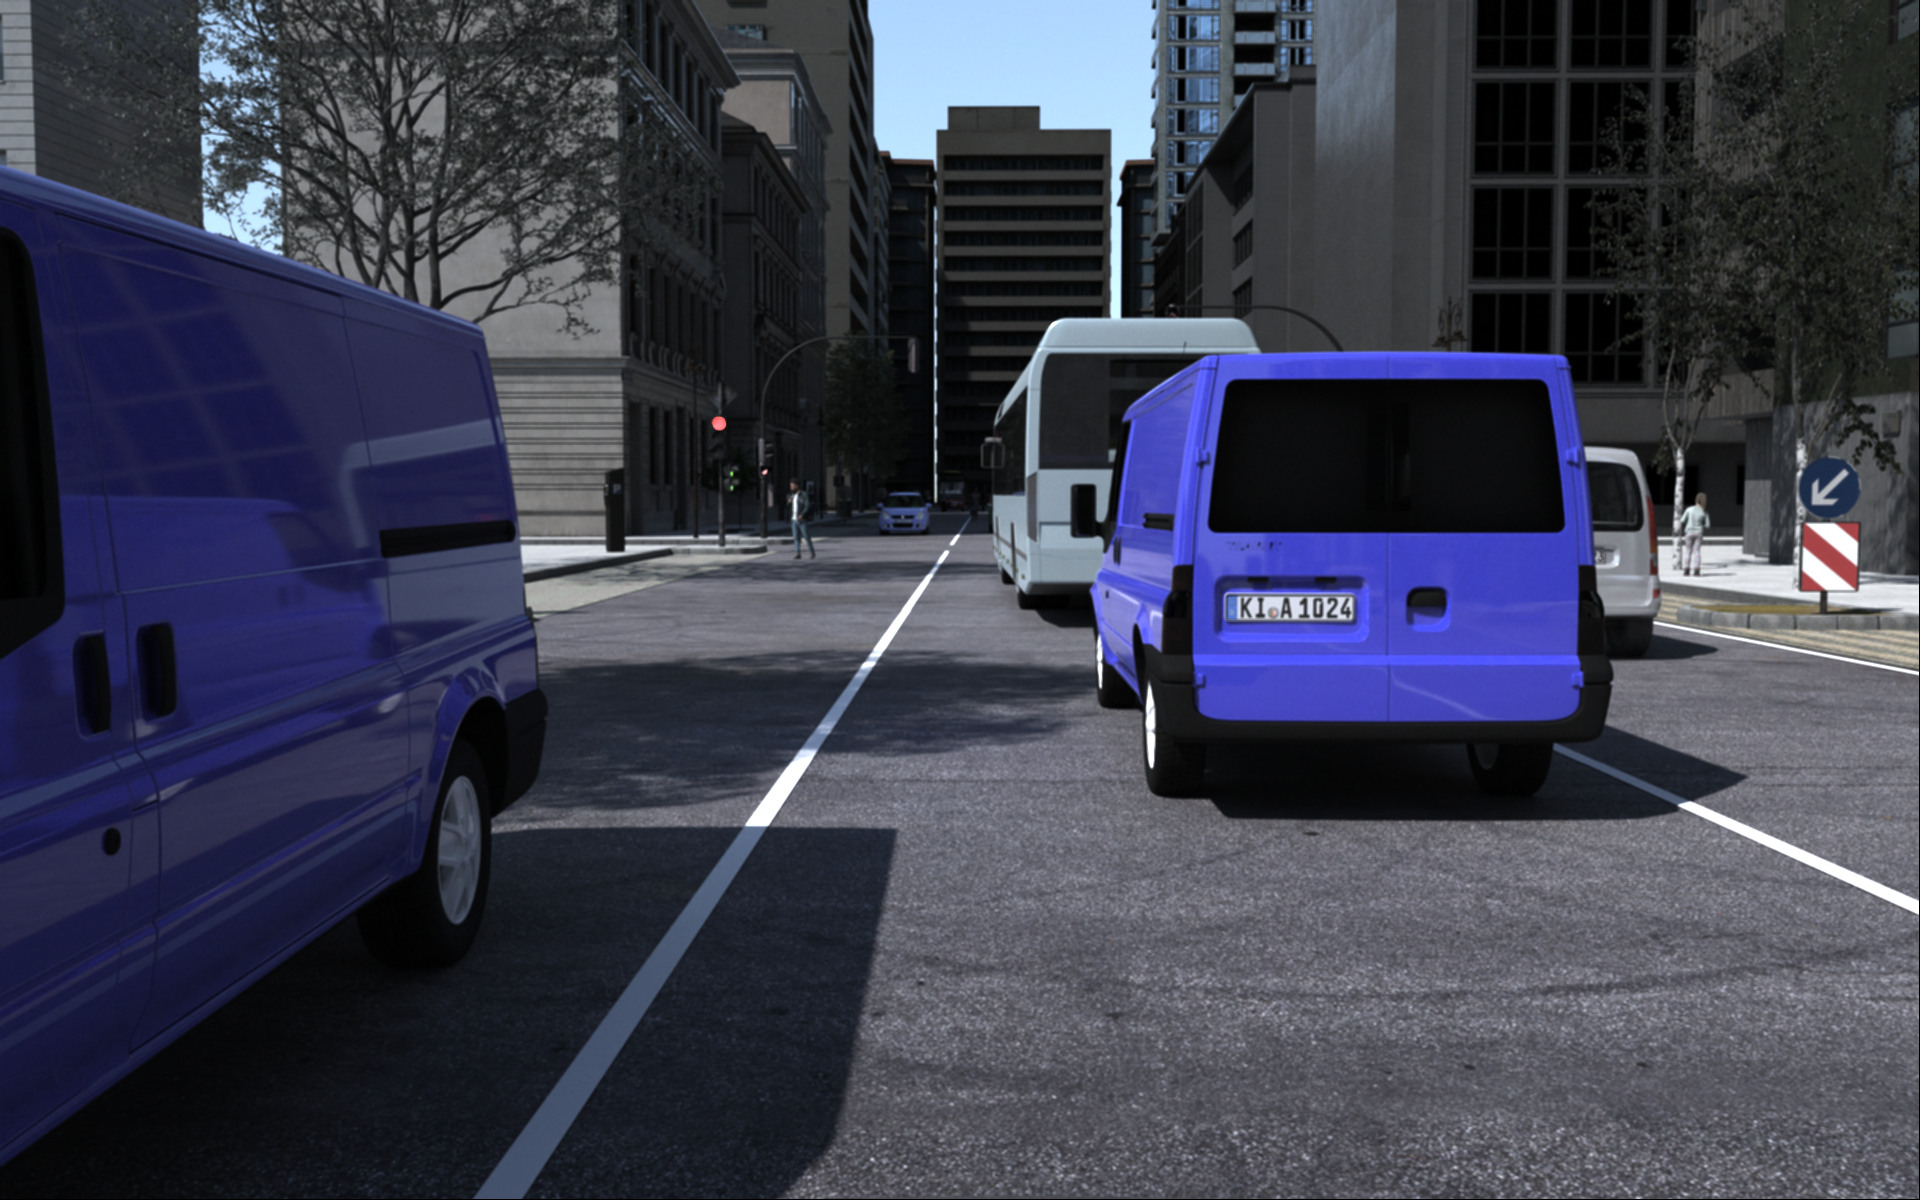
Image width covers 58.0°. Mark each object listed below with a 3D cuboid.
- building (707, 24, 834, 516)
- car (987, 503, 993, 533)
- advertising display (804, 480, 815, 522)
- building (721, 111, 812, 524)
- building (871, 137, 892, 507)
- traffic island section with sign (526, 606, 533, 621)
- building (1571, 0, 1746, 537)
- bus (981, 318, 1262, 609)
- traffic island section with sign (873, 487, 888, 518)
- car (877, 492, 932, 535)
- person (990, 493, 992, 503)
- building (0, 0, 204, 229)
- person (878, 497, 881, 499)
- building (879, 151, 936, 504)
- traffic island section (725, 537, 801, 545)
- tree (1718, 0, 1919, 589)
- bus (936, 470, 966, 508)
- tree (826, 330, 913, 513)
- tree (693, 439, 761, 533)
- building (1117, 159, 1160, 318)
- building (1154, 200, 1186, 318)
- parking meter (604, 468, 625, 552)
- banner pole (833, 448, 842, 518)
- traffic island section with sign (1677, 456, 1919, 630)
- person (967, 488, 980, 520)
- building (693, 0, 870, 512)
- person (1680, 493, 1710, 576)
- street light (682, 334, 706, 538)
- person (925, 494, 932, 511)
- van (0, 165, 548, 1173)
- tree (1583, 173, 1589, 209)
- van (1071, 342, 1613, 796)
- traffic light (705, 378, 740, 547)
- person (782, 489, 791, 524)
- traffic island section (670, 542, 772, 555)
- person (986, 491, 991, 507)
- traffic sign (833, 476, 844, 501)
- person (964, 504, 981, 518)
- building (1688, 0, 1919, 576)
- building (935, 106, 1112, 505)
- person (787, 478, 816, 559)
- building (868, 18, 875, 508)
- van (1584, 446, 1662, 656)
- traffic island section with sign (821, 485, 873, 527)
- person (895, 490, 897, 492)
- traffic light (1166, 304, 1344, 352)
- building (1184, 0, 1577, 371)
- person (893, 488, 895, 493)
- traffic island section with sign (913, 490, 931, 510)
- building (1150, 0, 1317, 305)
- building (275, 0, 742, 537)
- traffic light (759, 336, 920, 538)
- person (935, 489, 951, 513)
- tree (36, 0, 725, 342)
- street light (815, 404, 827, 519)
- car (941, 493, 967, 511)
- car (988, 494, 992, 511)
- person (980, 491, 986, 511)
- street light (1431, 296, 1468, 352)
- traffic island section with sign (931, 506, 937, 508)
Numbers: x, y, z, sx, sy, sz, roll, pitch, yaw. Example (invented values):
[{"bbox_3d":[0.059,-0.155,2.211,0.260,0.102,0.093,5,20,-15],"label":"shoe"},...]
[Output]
[{"bbox_3d":[-14.916,-19.315,101.701,13.634,28.700,20.117,0,4,1],"label":"building"},{"bbox_3d":[1.982,-3.460,65.368,1.959,1.807,4.718,0,4,1],"label":"car"},{"bbox_3d":[-7.030,-4.621,80.768,0.123,1.923,0.974,1,4,19],"label":"advertising display"},{"bbox_3d":[-13.196,-13.294,81.978,10.561,19.102,19.286,0,4,1],"label":"building"},{"bbox_3d":[-19.516,-30.082,183.726,23.993,40.220,32.217,0,4,1],"label":"building"},{"bbox_3d":[-5.842,-0.643,19.143,1.989,1.847,2.006,0,4,1],"label":"traffic island section with sign"},{"bbox_3d":[27.877,-14.528,56.607,30.058,24.678,14.314,0,4,1],"label":"building"},{"bbox_3d":[1.906,-1.828,24.745,2.948,3.499,13.247,0,4,-1],"label":"bus"},{"bbox_3d":[-4.548,-5.735,102.393,1.989,1.847,2.006,0,4,1],"label":"traffic island section with sign"},{"bbox_3d":[-1.952,-3.166,61.352,1.945,1.707,3.694,0,4,0],"label":"car"},{"bbox_3d":[2.206,-6.224,110.596,0.599,1.781,0.374,0,4,-1],"label":"person"},{"bbox_3d":[-41.716,-17.039,56.079,29.804,29.767,11.434,0,4,1],"label":"building"},{"bbox_3d":[-7.787,-9.827,166.580,0.599,1.838,0.709,0,4,8],"label":"person"},{"bbox_3d":[-17.413,-34.555,219.599,28.867,44.769,22.147,0,4,1],"label":"building"},{"bbox_3d":[-5.688,-1.703,50.132,2.009,0.180,2.903,0,4,1],"label":"traffic island section"},{"bbox_3d":[11.464,-4.437,22.908,4.360,8.622,3.978,0,3,0],"label":"tree"},{"bbox_3d":[-0.753,-11.586,180.983,2.896,3.916,12.252,0,4,2],"label":"bus"},{"bbox_3d":[-7.207,-12.359,120.202,7.486,12.596,7.792,0,3,0],"label":"tree"},{"bbox_3d":[-7.805,-3.856,57.645,1.663,3.219,1.824,0,3,0],"label":"tree"},{"bbox_3d":[33.107,-34.541,219.373,28.867,44.769,22.147,0,4,1],"label":"building"},{"bbox_3d":[20.021,-17.572,116.981,12.332,23.373,15.834,0,4,1],"label":"building"},{"bbox_3d":[-7.649,-1.995,38.330,0.399,1.863,0.255,-2,4,-32],"label":"parking meter"},{"bbox_3d":[-6.652,-6.407,94.779,0.401,3.779,0.863,1,4,22],"label":"banner pole"},{"bbox_3d":[9.081,-0.639,19.070,1.989,1.847,2.006,0,4,1],"label":"traffic island section with sign"},{"bbox_3d":[0.743,-5.202,93.910,0.716,1.782,0.532,0,4,4],"label":"person"},{"bbox_3d":[-18.547,-31.358,136.404,21.300,48.544,21.600,0,4,1],"label":"building"},{"bbox_3d":[11.464,-1.024,27.058,0.425,1.301,0.394,0,4,3],"label":"person"},{"bbox_3d":[-7.690,-4.739,50.272,0.468,5.910,1.993,0,4,1],"label":"street light"},{"bbox_3d":[-2.572,-8.061,143.490,0.799,1.438,0.628,1,4,17],"label":"person"},{"bbox_3d":[-2.441,0.046,3.639,2.240,2.365,5.245,0,3,0],"label":"van"},{"bbox_3d":[12.358,-4.813,29.057,4.360,8.622,3.978,0,3,0],"label":"tree"},{"bbox_3d":[1.841,-0.337,9.888,2.240,2.365,5.245,0,4,1],"label":"van"},{"bbox_3d":[-5.771,-3.247,42.012,0.839,4.253,0.868,0,4,1],"label":"traffic light"},{"bbox_3d":[-7.310,-4.002,74.075,0.523,1.515,0.503,-1,4,-23],"label":"person"},{"bbox_3d":[-5.811,-1.215,42.148,2.009,0.180,2.903,0,4,1],"label":"traffic island section"},{"bbox_3d":[3.319,-11.137,191.295,1.217,1.736,0.721,2,4,27],"label":"person"},{"bbox_3d":[-6.703,-5.732,95.848,0.606,2.300,0.079,0,4,6],"label":"traffic sign"},{"bbox_3d":[0.738,-5.445,103.023,1.012,1.151,0.738,0,4,6],"label":"person"},{"bbox_3d":[21.990,-15.984,33.044,14.160,30.474,14.107,0,4,1],"label":"building"},{"bbox_3d":[7.829,-36.462,219.851,21.600,48.544,21.300,0,4,1],"label":"building"},{"bbox_3d":[-3.539,-1.794,38.184,0.623,1.781,0.721,2,4,30],"label":"person"},{"bbox_3d":[-15.000,-30.846,154.444,14.600,45.320,14.200,0,4,1],"label":"building"},{"bbox_3d":[5.276,-0.591,16.678,2.013,2.044,4.112,0,4,2],"label":"van"},{"bbox_3d":[-4.969,-4.086,75.441,1.989,1.847,2.006,0,4,1],"label":"traffic island section with sign"},{"bbox_3d":[-6.179,-9.889,168.655,0.541,1.710,0.530,-1,4,-14],"label":"person"},{"bbox_3d":[7.296,-4.099,41.686,4.771,5.953,1.251,0,4,1],"label":"traffic light"},{"bbox_3d":[20.833,-16.817,94.023,14.314,24.678,30.058,0,4,1],"label":"building"},{"bbox_3d":[-6.144,-9.472,160.993,0.705,1.814,1.350,1,4,22],"label":"person"},{"bbox_3d":[-3.776,-8.801,152.531,1.989,1.847,2.006,0,4,1],"label":"traffic island section with sign"},{"bbox_3d":[25.559,-51.352,152.278,22.319,86.520,31.000,0,4,1],"label":"building"},{"bbox_3d":[-14.884,-13.742,60.833,11.583,22.565,21.152,0,4,1],"label":"building"},{"bbox_3d":[-3.555,-4.607,50.000,4.771,5.953,1.251,0,4,1],"label":"traffic light"},{"bbox_3d":[-1.268,-7.686,134.159,1.348,1.826,0.705,1,4,23],"label":"person"},{"bbox_3d":[-8.775,-7.156,27.365,12.009,13.543,11.850,0,3,0],"label":"tree"},{"bbox_3d":[-7.112,-7.099,88.862,0.468,5.910,1.993,0,4,1],"label":"street light"},{"bbox_3d":[-0.481,-8.272,144.293,2.155,1.783,4.494,0,4,2],"label":"car"},{"bbox_3d":[3.228,-7.406,129.761,2.281,1.827,5.304,0,4,0],"label":"car"},{"bbox_3d":[1.825,-8.209,143.539,0.721,1.723,1.217,2,4,28],"label":"person"},{"bbox_3d":[11.439,-4.149,40.620,0.468,5.910,1.993,0,4,1],"label":"street light"},{"bbox_3d":[-3.356,-10.505,180.388,1.989,1.847,2.006,0,4,1],"label":"traffic island section with sign"}]
